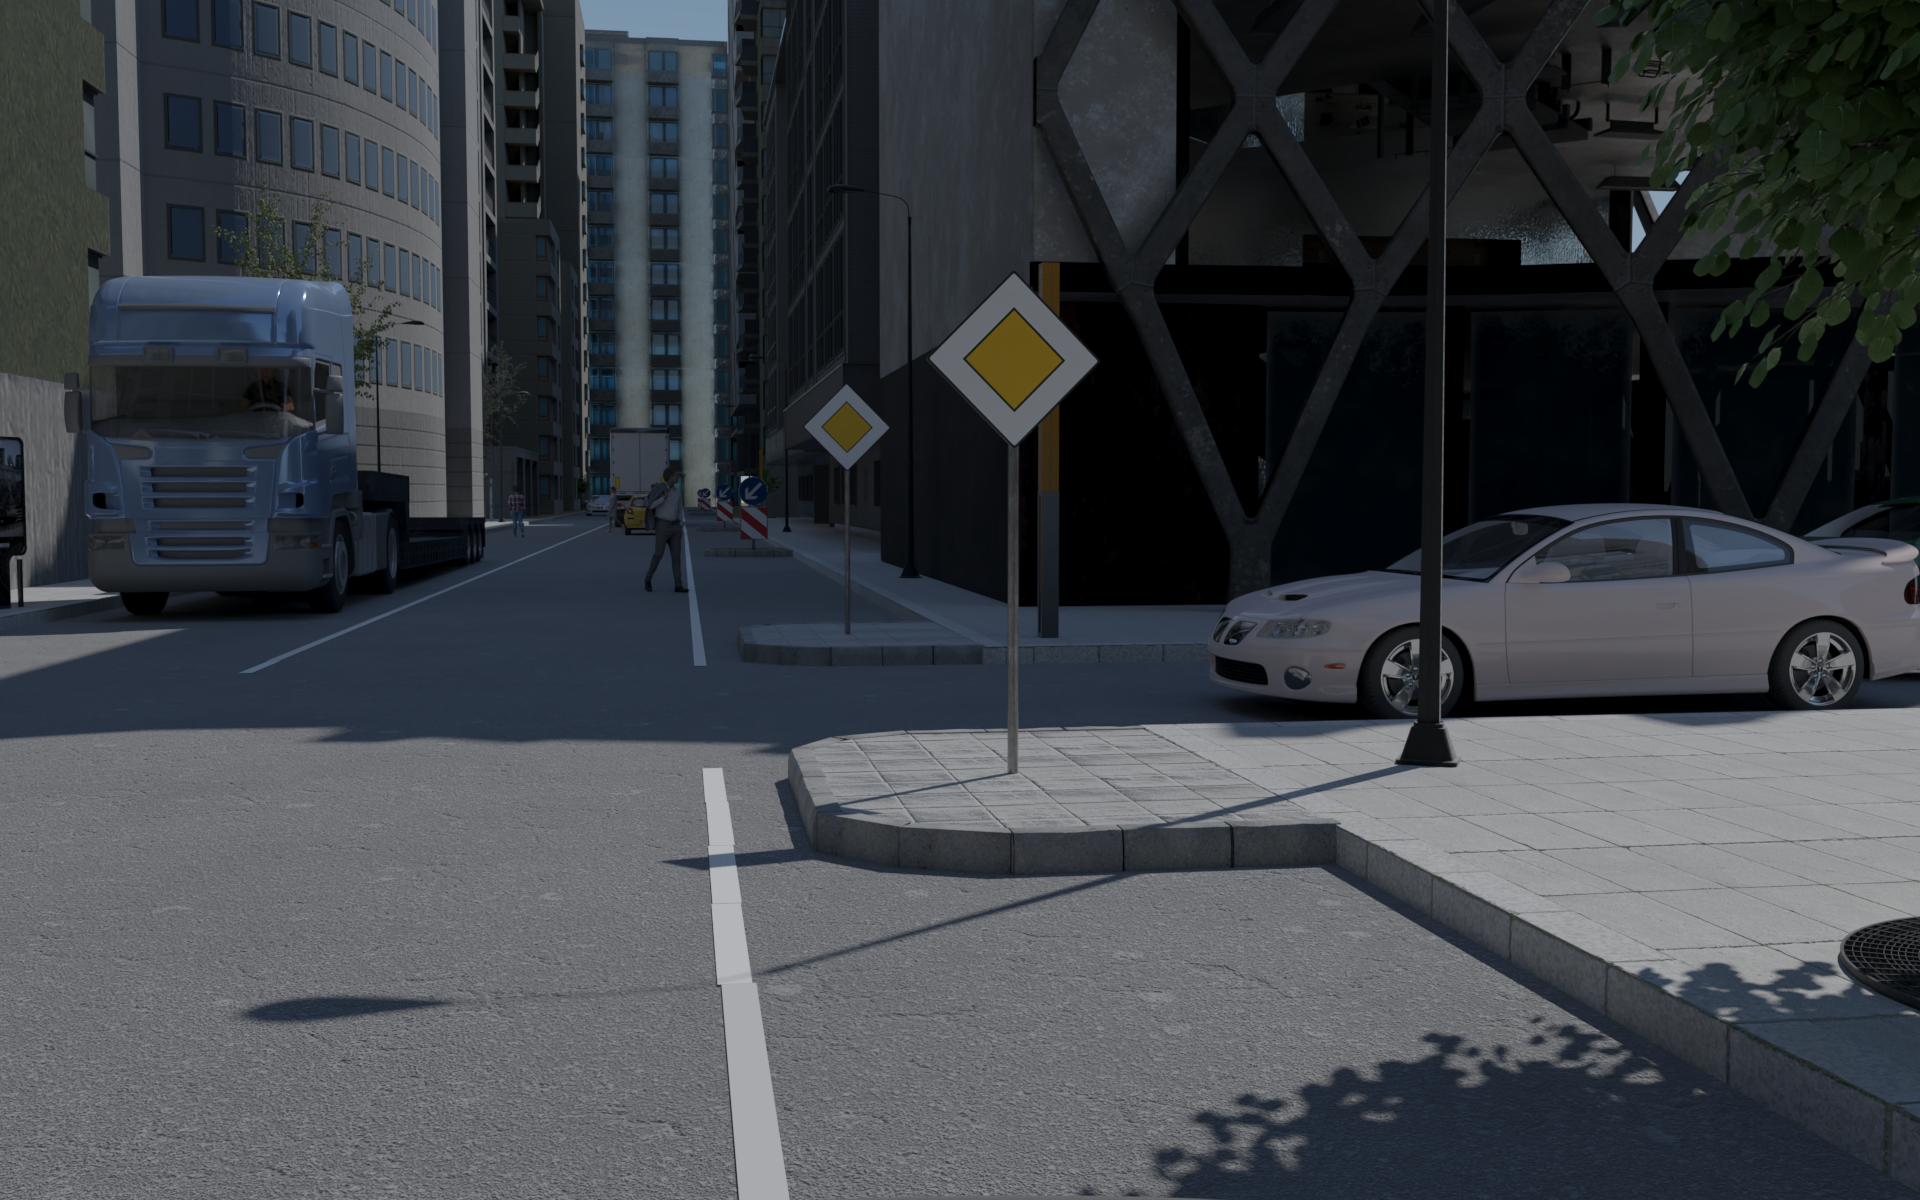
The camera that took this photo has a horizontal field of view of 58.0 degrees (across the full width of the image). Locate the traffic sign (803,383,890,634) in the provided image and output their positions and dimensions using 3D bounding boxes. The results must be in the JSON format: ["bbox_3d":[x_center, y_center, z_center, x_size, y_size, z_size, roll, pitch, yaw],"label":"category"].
[{"bbox_3d":[-1.030,-0.743,15.784,0.795,2.450,0.064,-1,4,-9],"label":"traffic sign"}]

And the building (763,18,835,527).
[{"bbox_3d":[-0.748,-15.708,75.894,14.314,24.678,30.058,-1,4,-9],"label":"building"}]

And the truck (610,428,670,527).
[{"bbox_3d":[-14.433,-5.497,78.782,2.839,4.237,11.283,-1,4,-9],"label":"truck"}]

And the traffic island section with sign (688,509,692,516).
[{"bbox_3d":[-17.192,-6.587,116.330,1.989,1.847,2.006,-1,4,-9],"label":"traffic island section with sign"}]

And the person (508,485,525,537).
[{"bbox_3d":[-14.728,-2.949,57.560,0.563,1.720,0.643,-1,4,-18],"label":"person"}]

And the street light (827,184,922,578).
[{"bbox_3d":[-1.297,-3.285,26.244,1.470,5.913,1.316,-1,4,-9],"label":"street light"}]

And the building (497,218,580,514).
[{"bbox_3d":[-41.672,-16.894,121.253,27.650,21.520,28.899,-1,4,-9],"label":"building"}]

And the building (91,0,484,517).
[{"bbox_3d":[-28.556,-31.503,57.066,21.231,58.520,28.212,-1,4,-9],"label":"building"}]

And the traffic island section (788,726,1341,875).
[{"bbox_3d":[0.262,0.875,7.981,2.009,0.180,2.903,-1,4,-9],"label":"traffic island section"}]

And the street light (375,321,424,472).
[{"bbox_3d":[-15.026,-4.518,46.410,1.470,5.913,1.316,-1,4,-9],"label":"street light"}]

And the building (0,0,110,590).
[{"bbox_3d":[-19.251,-15.115,18.834,14.160,30.474,14.107,-1,4,-9],"label":"building"}]

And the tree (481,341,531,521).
[{"bbox_3d":[-22.612,-8.080,82.475,4.360,8.622,3.978,0,3,0],"label":"tree"}]

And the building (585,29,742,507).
[{"bbox_3d":[-37.482,-34.375,181.642,30.456,49.044,23.786,-1,4,-9],"label":"building"}]

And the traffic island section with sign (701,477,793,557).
[{"bbox_3d":[-4.925,-1.929,40.160,1.989,1.847,2.006,-1,4,-9],"label":"traffic island section with sign"}]

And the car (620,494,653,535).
[{"bbox_3d":[-11.093,-3.151,61.745,2.015,1.641,3.980,-1,4,-10],"label":"car"}]

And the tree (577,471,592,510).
[{"bbox_3d":[-30.839,-8.937,140.726,1.663,3.219,1.824,0,3,0],"label":"tree"}]

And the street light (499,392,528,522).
[{"bbox_3d":[-20.248,-6.482,78.525,1.470,5.913,1.316,-1,4,-9],"label":"street light"}]

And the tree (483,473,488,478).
[{"bbox_3d":[-21.570,-4.941,75.383,1.663,3.219,1.824,0,3,0],"label":"tree"}]

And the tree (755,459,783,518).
[{"bbox_3d":[-10.420,-6.033,93.240,1.663,3.219,1.824,0,3,0],"label":"tree"}]

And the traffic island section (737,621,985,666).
[{"bbox_3d":[-1.008,0.392,15.865,2.009,0.180,2.903,-1,4,-9],"label":"traffic island section"}]

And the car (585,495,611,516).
[{"bbox_3d":[-23.884,-6.294,115.264,2.083,1.381,4.827,-1,4,-10],"label":"car"}]

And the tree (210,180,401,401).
[{"bbox_3d":[-15.838,-5.584,41.658,4.737,8.622,4.395,0,3,0],"label":"tree"}]

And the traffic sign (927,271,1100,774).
[{"bbox_3d":[0.240,-0.260,7.901,0.795,2.450,0.064,-1,4,-9],"label":"traffic sign"}]

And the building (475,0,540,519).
[{"bbox_3d":[-34.565,-40.202,95.557,20.563,71.187,20.611,-1,4,-9],"label":"building"}]

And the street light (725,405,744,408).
[{"bbox_3d":[-11.516,-7.195,90.177,1.470,5.913,1.316,-1,4,-9],"label":"street light"}]

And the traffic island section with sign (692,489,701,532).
[{"bbox_3d":[-9.204,-3.556,66.775,1.989,1.847,2.006,-1,4,-9],"label":"traffic island section with sign"}]

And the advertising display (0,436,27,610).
[{"bbox_3d":[-10.704,-0.854,19.181,0.123,1.923,0.974,0,4,6],"label":"advertising display"}]

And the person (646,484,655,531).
[{"bbox_3d":[-11.904,-3.563,66.769,0.660,1.820,0.620,0,4,3],"label":"person"}]

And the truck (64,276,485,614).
[{"bbox_3d":[-9.830,-2.316,27.618,2.967,4.110,18.799,-1,4,-9],"label":"truck"}]

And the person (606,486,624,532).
[{"bbox_3d":[-12.984,-3.412,65.040,0.466,1.731,0.760,3,5,42],"label":"person"}]

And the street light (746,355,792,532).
[{"bbox_3d":[-6.379,-5.240,58.215,1.470,5.913,1.316,-1,4,-9],"label":"street light"}]

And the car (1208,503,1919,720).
[{"bbox_3d":[4.072,0.037,11.761,4.827,1.381,2.083,-1,4,-11],"label":"car"}]

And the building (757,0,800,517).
[{"bbox_3d":[-4.961,-20.248,102.749,14.160,30.474,14.107,-1,4,-9],"label":"building"}]

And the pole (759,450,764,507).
[{"bbox_3d":[-9.159,-5.270,80.007,0.158,3.312,0.155,0,3,0],"label":"pole"}]

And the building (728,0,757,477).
[{"bbox_3d":[-6.538,-34.493,153.194,28.713,52.752,27.495,-1,4,-9],"label":"building"}]

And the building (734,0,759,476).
[{"bbox_3d":[-4.763,-28.723,124.251,22.147,44.769,28.867,-1,4,-9],"label":"building"}]

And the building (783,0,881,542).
[{"bbox_3d":[2.758,-15.621,48.918,14.314,27.812,24.014,-1,4,-9],"label":"building"}]

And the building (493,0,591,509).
[{"bbox_3d":[-43.869,-32.279,151.456,21.600,48.544,21.300,-1,4,-9],"label":"building"}]

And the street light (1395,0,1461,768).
[{"bbox_3d":[1.707,-2.171,8.034,1.470,5.913,1.316,-1,4,-9],"label":"street light"}]

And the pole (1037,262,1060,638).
[{"bbox_3d":[0.788,-1.319,15.406,0.158,3.312,0.155,0,3,0],"label":"pole"}]

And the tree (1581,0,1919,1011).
[{"bbox_3d":[3.139,-1.264,4.380,4.285,4.588,4.351,0,3,0],"label":"tree"}]

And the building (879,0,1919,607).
[{"bbox_3d":[8.069,-9.666,25.494,16.811,18.784,16.820,-1,4,-9],"label":"building"}]

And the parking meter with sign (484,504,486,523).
[{"bbox_3d":[-22.064,-5.021,78.357,1.738,3.016,0.543,3,5,42],"label":"parking meter with sign"}]

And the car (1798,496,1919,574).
[{"bbox_3d":[8.821,-0.151,14.264,4.920,1.459,2.131,-1,4,-11],"label":"car"}]

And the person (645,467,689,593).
[{"bbox_3d":[-4.314,-1.020,25.280,0.850,1.850,0.679,3,4,38],"label":"person"}]
